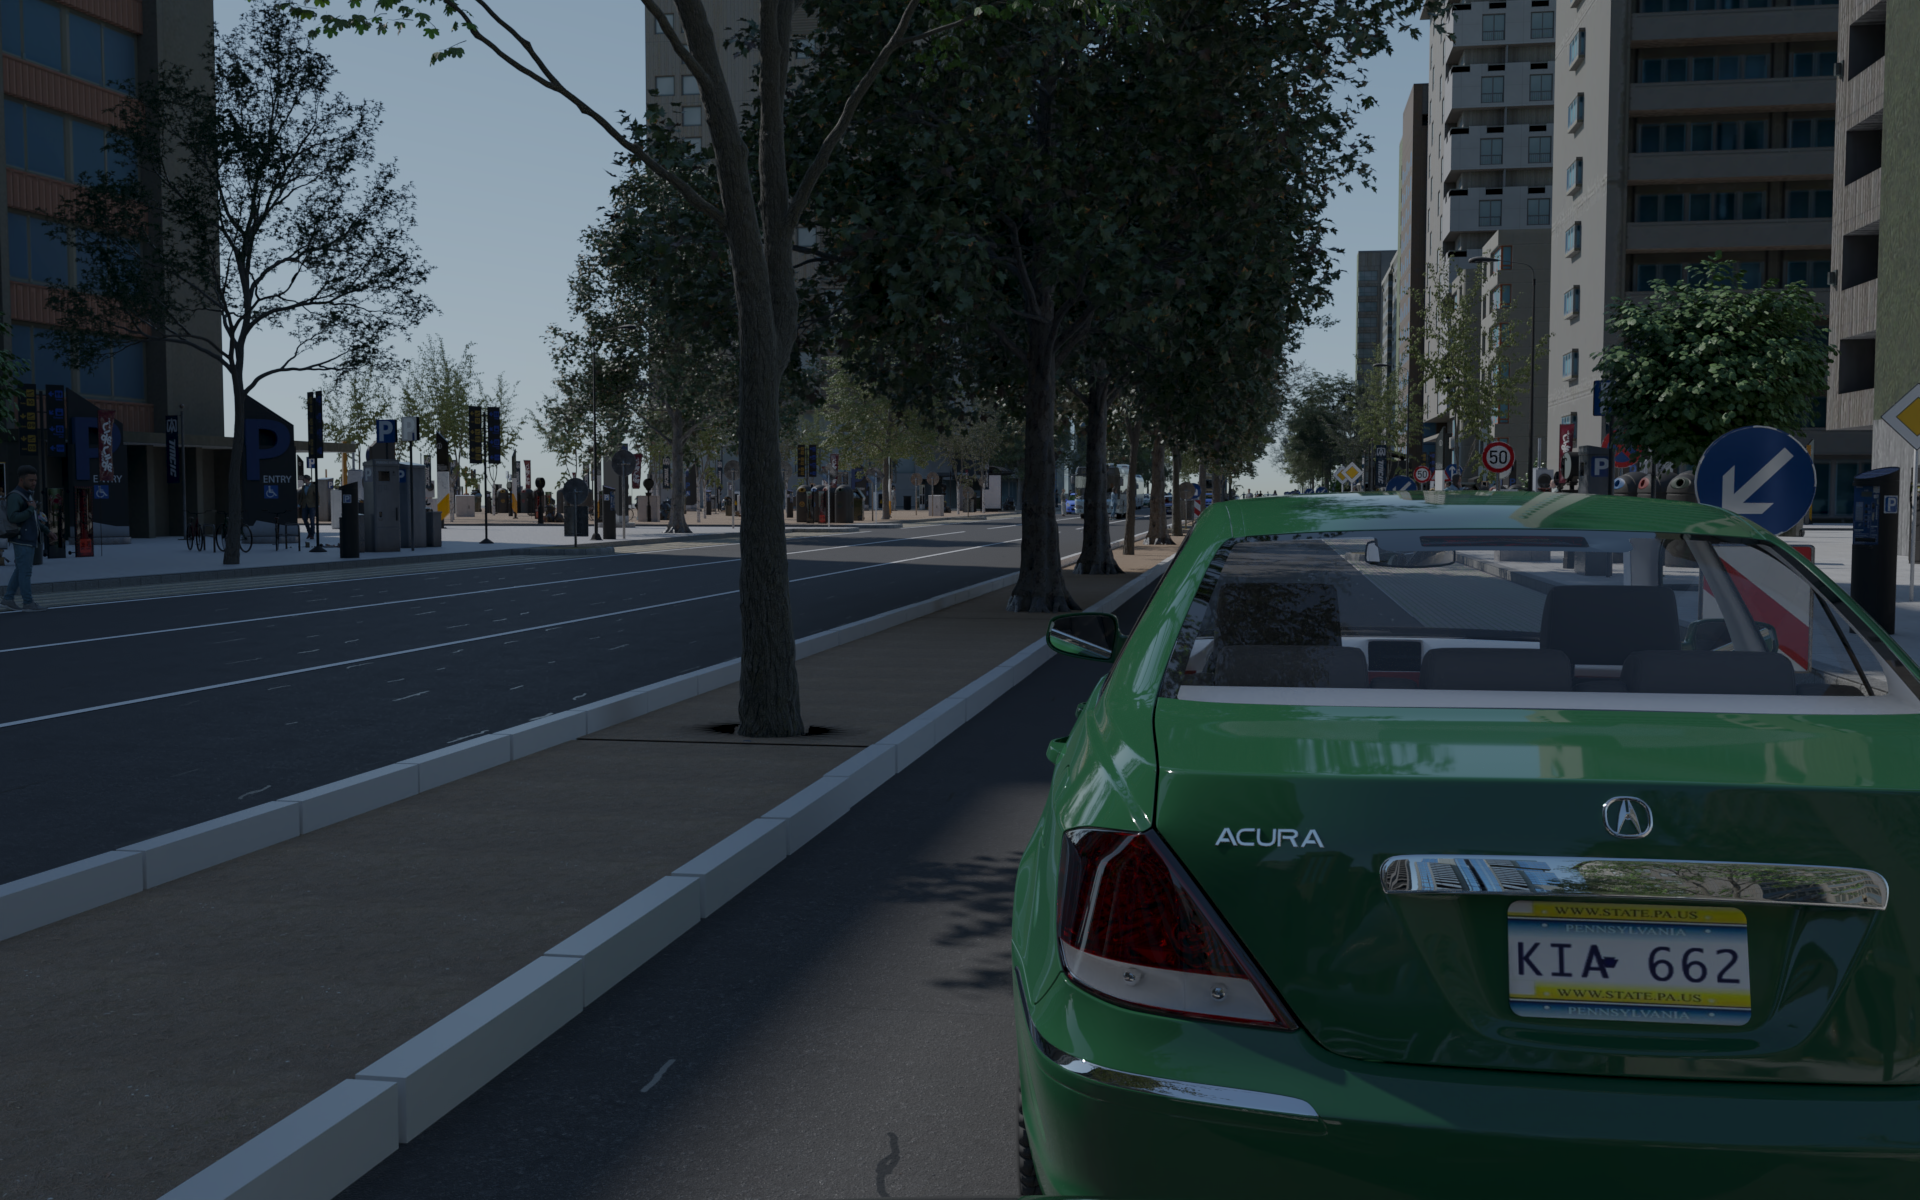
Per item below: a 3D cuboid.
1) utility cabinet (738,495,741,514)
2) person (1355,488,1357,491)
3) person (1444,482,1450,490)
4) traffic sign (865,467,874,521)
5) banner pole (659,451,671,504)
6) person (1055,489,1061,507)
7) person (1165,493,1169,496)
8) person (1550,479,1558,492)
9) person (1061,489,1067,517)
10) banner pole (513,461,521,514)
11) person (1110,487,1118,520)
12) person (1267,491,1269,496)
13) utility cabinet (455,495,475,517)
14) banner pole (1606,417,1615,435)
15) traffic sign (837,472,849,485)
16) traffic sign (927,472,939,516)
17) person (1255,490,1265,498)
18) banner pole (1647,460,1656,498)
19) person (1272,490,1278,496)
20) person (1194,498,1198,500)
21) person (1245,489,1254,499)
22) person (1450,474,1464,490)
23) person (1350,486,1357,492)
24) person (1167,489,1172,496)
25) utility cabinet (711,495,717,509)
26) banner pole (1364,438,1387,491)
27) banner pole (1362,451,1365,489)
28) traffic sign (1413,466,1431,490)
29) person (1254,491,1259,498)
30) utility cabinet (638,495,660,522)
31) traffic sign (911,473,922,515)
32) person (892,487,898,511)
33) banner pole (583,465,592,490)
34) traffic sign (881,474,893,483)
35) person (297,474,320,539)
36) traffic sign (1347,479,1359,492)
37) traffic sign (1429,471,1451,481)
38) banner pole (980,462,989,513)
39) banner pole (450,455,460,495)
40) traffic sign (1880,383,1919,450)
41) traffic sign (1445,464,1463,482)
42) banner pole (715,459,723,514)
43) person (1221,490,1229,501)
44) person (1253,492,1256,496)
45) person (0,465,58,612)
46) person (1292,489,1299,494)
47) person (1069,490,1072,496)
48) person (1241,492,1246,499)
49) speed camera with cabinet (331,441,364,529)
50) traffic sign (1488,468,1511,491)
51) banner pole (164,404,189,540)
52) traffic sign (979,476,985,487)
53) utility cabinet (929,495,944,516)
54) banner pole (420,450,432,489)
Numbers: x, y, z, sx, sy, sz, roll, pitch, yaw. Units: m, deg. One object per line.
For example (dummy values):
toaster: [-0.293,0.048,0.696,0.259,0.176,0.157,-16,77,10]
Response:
utility cabinet: [-14.142,-6.306,114.270,1.020,1.237,0.306,-1,4,-17]
person: [32.483,-8.263,141.498,0.532,1.782,0.716,-1,4,-16]
person: [23.366,-4.716,83.010,0.638,1.841,0.748,1,4,23]
traffic sign: [-4.166,-5.044,82.579,0.768,2.556,0.104,1,4,18]
banner pole: [-17.207,-6.765,100.627,0.863,3.779,0.401,-1,4,-20]
person: [9.332,-9.720,165.684,0.721,1.735,1.217,3,4,38]
person: [14.186,-6.841,120.320,0.822,1.834,0.622,3,4,36]
person: [19.727,-3.115,57.467,0.515,1.767,0.782,0,4,-7]
person: [6.615,-6.177,110.036,0.362,1.759,0.519,1,4,22]
banner pole: [-29.362,-7.614,114.503,0.401,3.779,0.863,3,5,40]
person: [8.448,-5.283,95.147,0.793,1.790,0.793,-2,4,-31]
person: [42.095,-13.965,236.904,0.705,1.814,1.350,1,4,18]
utility cabinet: [-27.858,-5.281,97.505,1.020,1.237,0.306,-2,4,-24]
banner pole: [16.156,-3.245,43.075,0.401,3.779,0.863,3,4,38]
traffic sign: [-5.472,-4.801,80.621,0.606,2.300,0.079,1,4,16]
traffic sign: [-1.575,-6.078,99.478,0.768,2.556,0.104,1,4,19]
person: [31.501,-10.595,181.733,1.348,1.822,0.705,-1,4,-23]
banner pole: [10.651,-2.241,26.662,0.401,3.779,0.863,2,4,30]
person: [24.476,-7.663,134.383,0.593,1.750,0.643,2,4,34]
person: [17.506,-7.313,128.813,0.466,1.731,0.760,0,4,5]
person: [19.187,-6.507,115.088,0.606,1.804,0.583,2,4,31]
person: [12.733,-2.340,44.559,0.793,1.790,0.793,-1,4,-17]
person: [25.372,-6.454,111.748,0.511,1.800,0.466,1,4,16]
person: [16.847,-8.004,139.224,0.638,1.841,0.748,-1,4,-19]
utility cabinet: [-21.571,-8.527,150.585,1.020,1.237,0.306,3,5,39]
banner pole: [18.642,-5.345,77.404,0.863,3.779,0.401,1,4,14]
banner pole: [23.264,-6.716,99.828,0.401,3.779,0.863,0,4,-2]
traffic sign: [20.842,-4.774,78.155,0.768,2.556,0.104,1,4,13]
person: [34.441,-11.765,200.851,0.705,1.826,1.348,2,4,35]
utility cabinet: [-14.348,-4.205,79.909,1.020,1.237,0.306,1,4,21]
traffic sign: [-2.634,-6.371,104.270,0.768,2.556,0.104,1,4,19]
person: [-5.032,-7.665,131.462,0.391,1.810,0.635,-2,4,-27]
banner pole: [-24.958,-7.732,116.432,0.863,3.779,0.401,0,4,-6]
traffic sign: [-4.158,-5.957,97.495,0.768,2.556,0.104,1,4,16]
person: [-18.563,-2.653,49.338,0.656,1.842,0.836,-1,4,-16]
traffic sign: [24.761,-6.674,109.229,0.768,2.556,0.104,1,4,20]
traffic sign: [19.547,-4.316,70.577,0.884,2.594,0.081,1,4,18]
banner pole: [1.768,-7.971,120.340,0.401,3.779,0.863,3,5,42]
banner pole: [-32.210,-7.385,110.769,0.863,3.779,0.401,1,4,12]
traffic sign: [11.365,-1.274,20.564,0.795,2.593,0.064,1,4,17]
traffic sign: [20.778,-4.454,72.934,0.768,2.556,0.104,1,4,14]
banner pole: [-15.454,-7.381,110.695,0.401,3.779,0.863,3,4,36]
person: [25.300,-9.559,164.795,1.348,1.823,0.705,1,4,21]
person: [51.487,-17.892,301.861,1.217,1.723,0.721,0,4,-6]
person: [-11.392,-0.748,21.083,0.721,1.781,0.623,-2,4,-27]
person: [25.221,-7.434,130.010,0.622,1.834,0.822,0,4,-4]
person: [11.014,-10.244,174.335,0.445,1.727,0.742,-1,4,-20]
person: [43.887,-15.851,267.743,1.350,1.814,0.705,1,4,14]
speed camera with cabinet: [-22.649,-4.281,64.334,0.660,3.252,2.038,0,4,6]
traffic sign: [18.643,-3.655,59.868,0.768,2.556,0.104,1,4,18]
banner pole: [-21.823,-3.564,48.295,0.863,3.779,0.401,1,4,23]
traffic sign: [1.674,-7.463,122.125,0.768,2.556,0.104,1,4,15]
utility cabinet: [-1.387,-5.476,100.699,1.020,1.237,0.306,3,5,45]
banner pole: [-29.912,-6.534,96.849,0.863,3.779,0.401,1,4,12]
